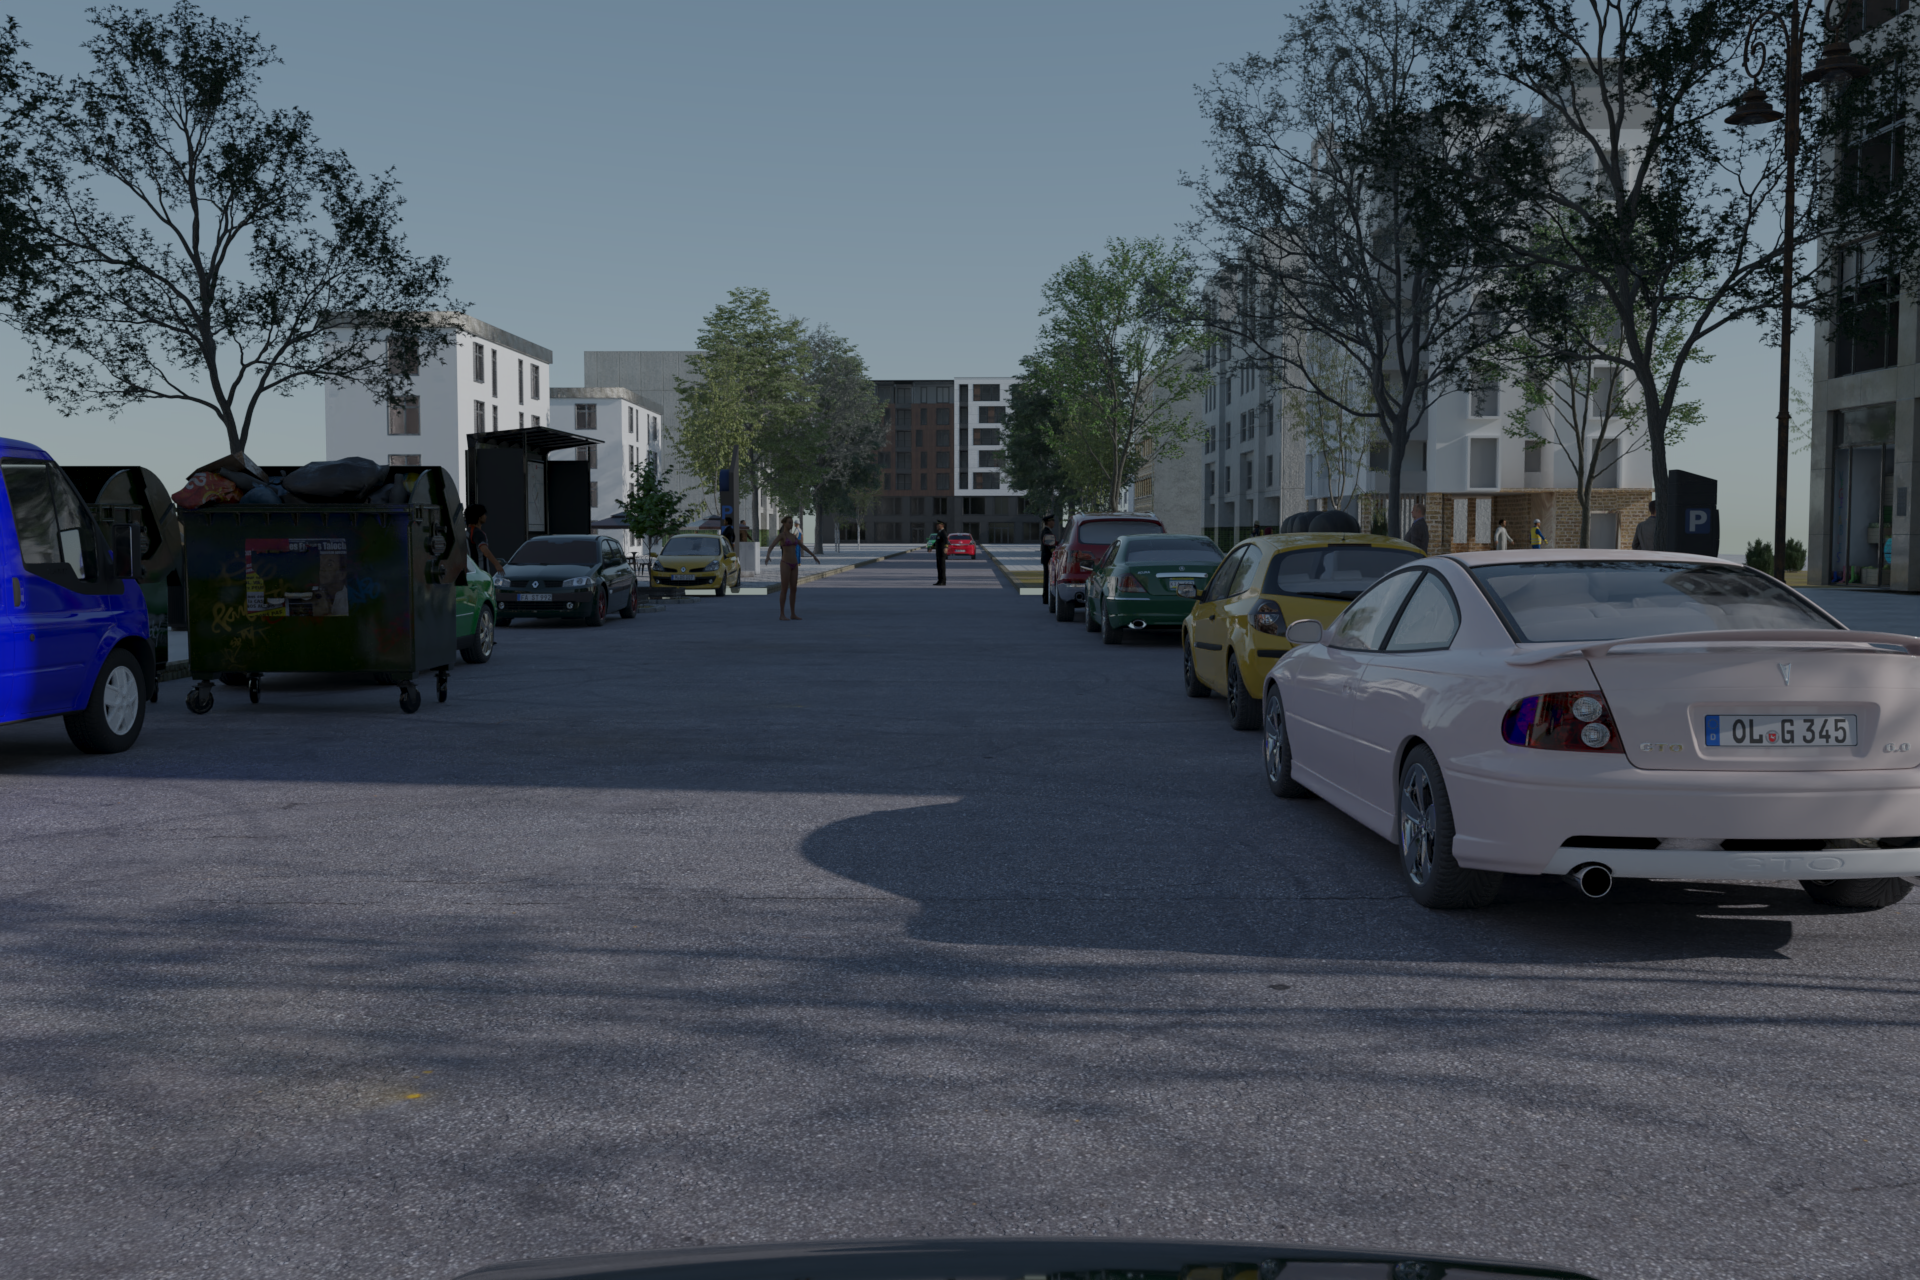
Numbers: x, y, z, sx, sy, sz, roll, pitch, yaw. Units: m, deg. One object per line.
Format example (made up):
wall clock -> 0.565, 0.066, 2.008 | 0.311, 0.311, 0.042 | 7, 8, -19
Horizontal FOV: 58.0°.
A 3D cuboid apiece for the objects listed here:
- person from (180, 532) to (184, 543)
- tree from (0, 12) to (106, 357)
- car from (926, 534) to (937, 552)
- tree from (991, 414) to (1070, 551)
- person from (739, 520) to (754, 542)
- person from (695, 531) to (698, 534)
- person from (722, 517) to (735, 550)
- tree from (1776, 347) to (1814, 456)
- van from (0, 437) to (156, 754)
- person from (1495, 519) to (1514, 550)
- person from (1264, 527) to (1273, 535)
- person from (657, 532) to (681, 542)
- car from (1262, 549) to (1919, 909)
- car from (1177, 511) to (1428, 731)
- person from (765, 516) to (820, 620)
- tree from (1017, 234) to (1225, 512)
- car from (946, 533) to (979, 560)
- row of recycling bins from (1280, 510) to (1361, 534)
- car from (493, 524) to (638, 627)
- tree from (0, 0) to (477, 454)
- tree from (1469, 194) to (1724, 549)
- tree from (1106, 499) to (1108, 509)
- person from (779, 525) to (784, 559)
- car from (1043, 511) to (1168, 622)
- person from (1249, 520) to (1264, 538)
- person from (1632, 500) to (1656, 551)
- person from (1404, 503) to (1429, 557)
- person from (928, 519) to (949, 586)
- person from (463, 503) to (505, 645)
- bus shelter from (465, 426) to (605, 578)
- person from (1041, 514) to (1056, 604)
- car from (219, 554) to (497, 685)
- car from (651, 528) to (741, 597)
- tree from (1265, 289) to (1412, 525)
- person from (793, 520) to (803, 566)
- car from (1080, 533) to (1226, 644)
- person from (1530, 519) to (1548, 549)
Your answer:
person -> -14.502, -1.547, 31.377 | 1.344, 1.819, 0.704 | -1, 4, -12
tree -> -12.477, -5.076, 17.413 | 7.601, 10.594, 8.767 | 0, 3, 0
car -> -1.748, -8.030, 140.089 | 1.959, 1.807, 4.718 | 0, 4, 0
tree -> 6.325, -12.421, 128.847 | 9.928, 11.665, 9.643 | 0, 3, 0
person -> -8.113, -3.595, 64.919 | 0.704, 1.812, 1.346 | 2, 4, 24
person -> -12.152, -4.309, 79.721 | 0.991, 1.433, 0.599 | 0, 4, 5
person -> -6.292, -2.426, 46.387 | 0.721, 1.740, 1.216 | 1, 4, 15
tree -> 28.833, -6.414, 55.238 | 4.360, 8.622, 3.978 | 0, 3, 0
van -> -6.420, -0.318, 9.583 | 2.240, 2.365, 5.245 | 0, 3, 0
person -> 19.149, -3.360, 61.118 | 0.705, 1.806, 1.347 | 3, 5, 43
person -> 6.674, -1.705, 37.089 | 0.599, 1.438, 0.989 | 1, 4, 14
person -> -12.690, -4.287, 76.218 | 1.348, 1.813, 0.705 | -2, 4, -35
car -> 2.654, 0.266, 8.013 | 2.083, 1.381, 4.827 | 0, 4, -1
car -> 2.832, -0.234, 14.050 | 2.015, 1.641, 3.980 | 0, 4, 0
person -> -2.801, -1.198, 28.848 | 0.721, 1.733, 1.217 | 3, 5, 41
tree -> 5.465, -8.225, 60.231 | 9.928, 11.665, 9.643 | 0, 3, 0
car -> -0.014, -5.424, 97.719 | 2.155, 1.783, 4.494 | 0, 4, 0
row of recycling bins -> 6.436, -1.479, 31.294 | 1.069, 1.692, 3.534 | 0, 4, 0
car -> -6.384, -1.119, 28.075 | 2.009, 1.686, 4.222 | 0, 4, 0
tree -> -12.288, -5.815, 29.488 | 7.601, 10.594, 8.767 | 3, 5, 43
tree -> 19.174, -7.774, 52.858 | 9.928, 11.665, 9.643 | 0, 3, 0
tree -> 21.366, -17.188, 231.385 | 4.360, 8.622, 3.978 | 0, 3, 0
person -> -5.658, -3.060, 56.254 | 0.704, 1.802, 1.346 | 1, 4, 10
car -> 2.597, -1.295, 29.844 | 2.281, 1.827, 5.304 | 0, 4, 1
person -> 12.435, -4.092, 72.686 | 0.705, 1.856, 1.354 | 3, 5, 42
person -> 9.827, -1.075, 24.154 | 0.750, 1.759, 0.617 | 0, 4, -4
person -> 7.073, -1.246, 26.967 | 0.434, 1.755, 0.990 | 1, 4, 23
person -> -0.555, -2.431, 48.132 | 0.705, 1.837, 1.347 | -1, 4, -20
person -> -6.195, -0.840, 22.337 | 0.704, 1.843, 1.345 | -2, 4, -34
bus shelter -> -9.884, -3.027, 40.770 | 1.731, 3.624, 6.357 | 0, 4, 1
person -> 1.837, -1.651, 35.389 | 0.705, 1.837, 1.347 | 0, 4, -3
car -> -6.144, -0.554, 17.859 | 1.959, 1.807, 4.718 | 0, 4, 0
car -> -6.224, -1.875, 40.878 | 2.015, 1.641, 3.980 | 0, 3, 0
tree -> 10.649, -6.017, 48.739 | 4.360, 8.622, 3.978 | 0, 3, 0
person -> -6.540, -3.877, 69.246 | 0.705, 1.847, 1.347 | 1, 4, 19
car -> 2.762, -0.742, 23.937 | 2.131, 1.459, 4.920 | 0, 4, 0
person -> 21.474, -3.576, 64.439 | 0.705, 1.833, 1.349 | 0, 4, -7
